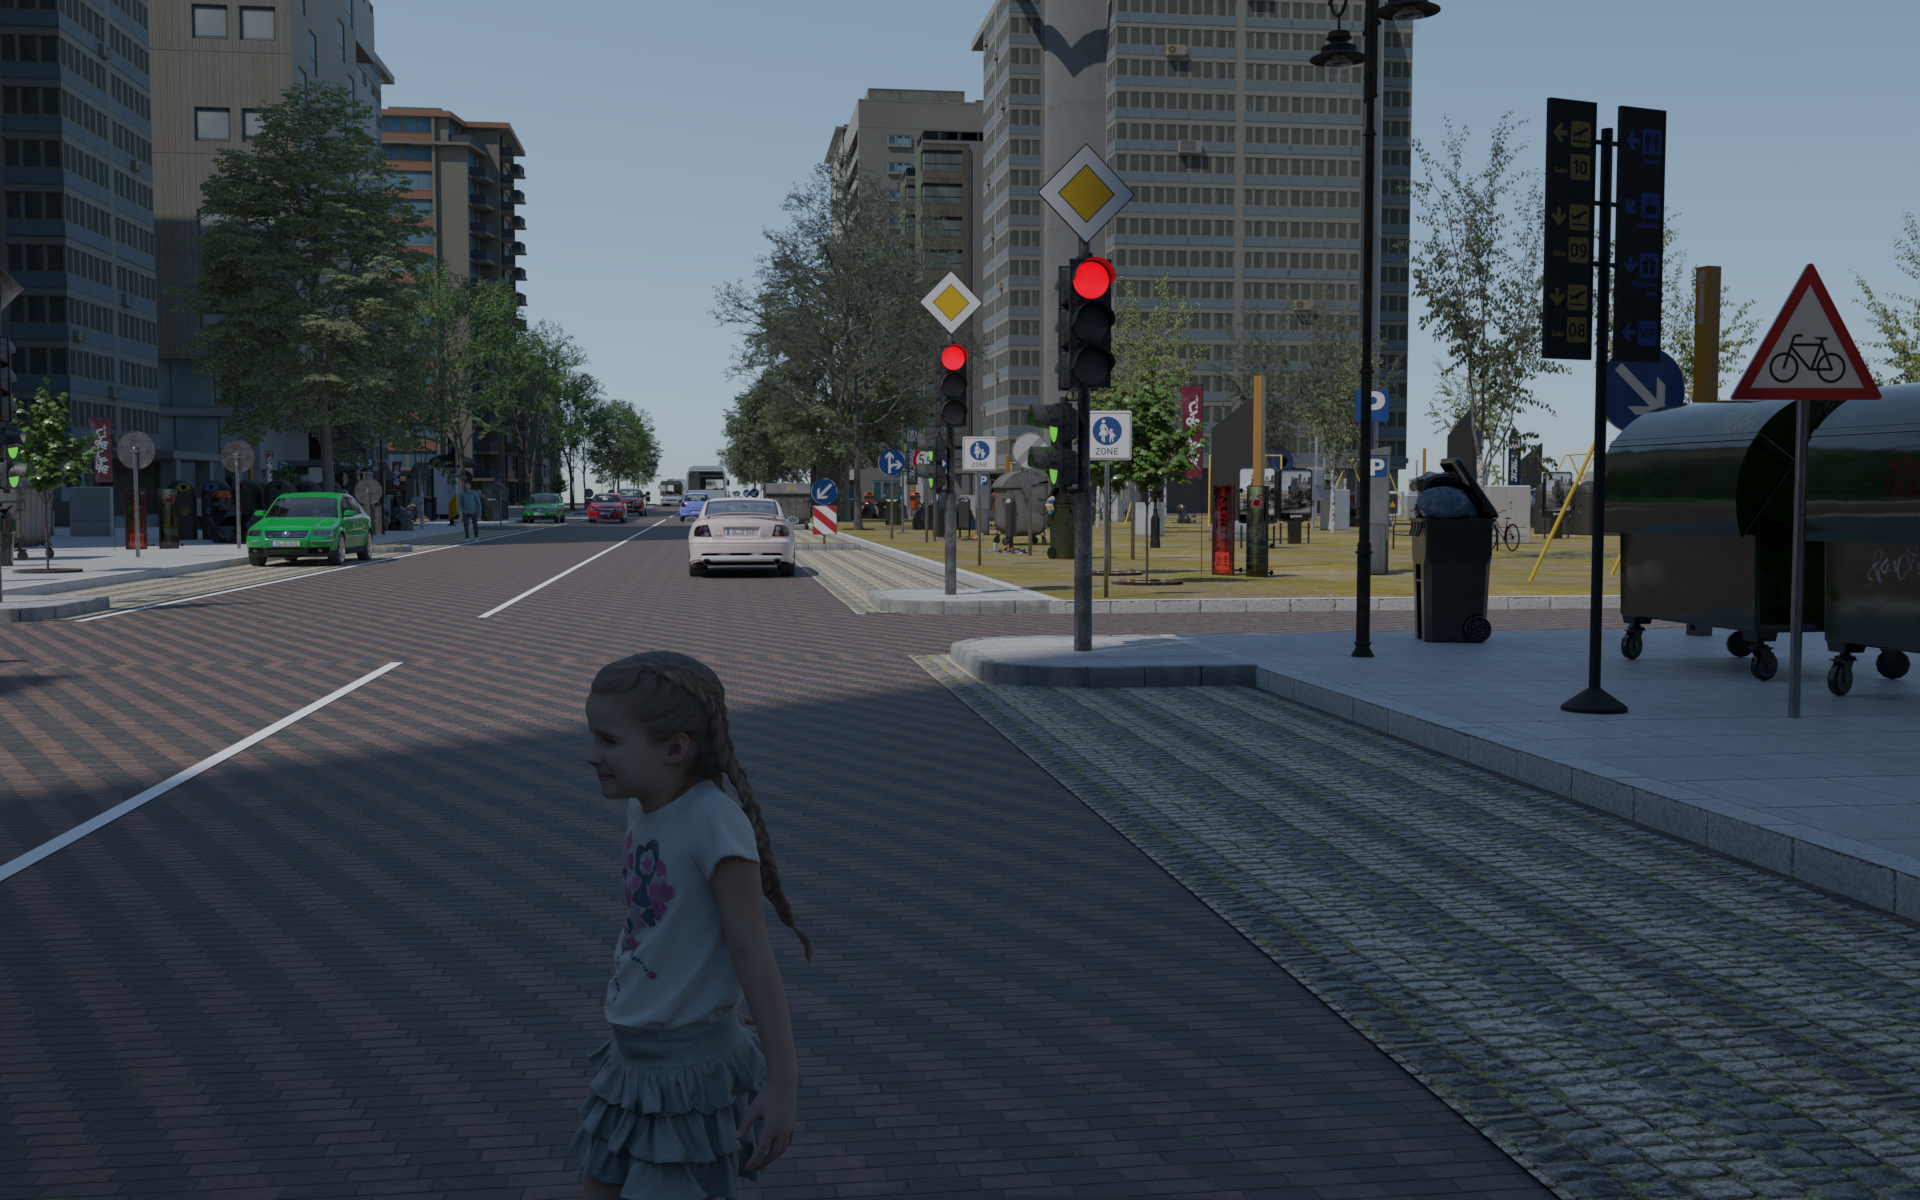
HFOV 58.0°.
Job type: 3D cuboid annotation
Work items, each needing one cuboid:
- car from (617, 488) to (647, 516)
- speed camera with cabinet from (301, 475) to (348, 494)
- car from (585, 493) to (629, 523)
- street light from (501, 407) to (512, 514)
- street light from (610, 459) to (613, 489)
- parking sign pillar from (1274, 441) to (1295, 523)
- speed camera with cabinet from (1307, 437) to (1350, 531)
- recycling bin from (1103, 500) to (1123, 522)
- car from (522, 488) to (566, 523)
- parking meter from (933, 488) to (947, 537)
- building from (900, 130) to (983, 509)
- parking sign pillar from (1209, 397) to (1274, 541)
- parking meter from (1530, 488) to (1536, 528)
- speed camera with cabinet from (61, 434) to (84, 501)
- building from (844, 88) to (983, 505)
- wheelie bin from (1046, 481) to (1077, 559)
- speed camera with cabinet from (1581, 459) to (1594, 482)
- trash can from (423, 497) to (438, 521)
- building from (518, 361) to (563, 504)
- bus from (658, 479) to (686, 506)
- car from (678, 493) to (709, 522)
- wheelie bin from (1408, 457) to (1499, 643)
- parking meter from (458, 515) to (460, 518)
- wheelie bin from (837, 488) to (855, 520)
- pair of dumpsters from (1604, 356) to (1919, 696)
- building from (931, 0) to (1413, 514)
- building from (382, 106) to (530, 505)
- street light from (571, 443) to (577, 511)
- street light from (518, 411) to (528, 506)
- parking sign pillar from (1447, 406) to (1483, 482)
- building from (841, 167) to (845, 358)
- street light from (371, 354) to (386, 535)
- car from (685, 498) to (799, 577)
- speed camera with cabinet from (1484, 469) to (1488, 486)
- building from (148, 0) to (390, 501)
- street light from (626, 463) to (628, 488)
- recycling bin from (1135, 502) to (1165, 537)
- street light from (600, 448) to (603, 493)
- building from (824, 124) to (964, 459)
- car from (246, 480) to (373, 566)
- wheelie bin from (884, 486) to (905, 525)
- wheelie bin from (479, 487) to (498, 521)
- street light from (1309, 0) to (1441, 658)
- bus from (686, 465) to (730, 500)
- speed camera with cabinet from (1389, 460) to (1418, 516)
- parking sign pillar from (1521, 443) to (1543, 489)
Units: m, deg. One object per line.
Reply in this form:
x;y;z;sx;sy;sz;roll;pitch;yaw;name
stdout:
-21.553;-6.378;112.956;2.281;1.827;5.304;0;4;-7;car
-30.366;-5.407;82.742;2.038;3.252;0.660;-3;4;-37;speed camera with cabinet
-17.718;-4.773;87.080;2.155;1.783;4.494;-1;4;-9;car
-23.303;-7.109;89.026;0.468;5.910;1.993;0;4;-8;street light
-36.017;-12.595;178.719;0.468;5.910;1.993;0;4;-8;street light
14.522;-5.495;78.321;1.447;3.967;1.447;-2;4;-29;parking sign pillar
12.847;-4.074;60.950;2.038;3.252;0.660;-3;4;-37;speed camera with cabinet
7.000;-4.065;79.014;0.722;1.027;0.722;2;4;27;recycling bin
-20.486;-4.678;85.288;1.959;1.807;4.718;0;4;-8;car
-0.625;-2.627;51.366;0.372;1.533;0.369;0;3;0;parking meter
3.110;-22.622;141.565;14.160;30.474;14.107;0;4;-8;building
7.580;-3.616;47.587;1.447;3.967;1.447;2;4;30;parking sign pillar
21.793;-3.499;65.624;0.372;1.533;0.369;0;3;0;parking meter
-29.708;-3.800;56.464;2.038;3.252;0.660;-2;4;-31;speed camera with cabinet
-2.191;-35.551;204.963;21.300;48.544;21.600;0;4;-8;building
2.172;-1.611;34.254;0.980;1.594;0.693;-3;4;-38;wheelie bin
26.072;-4.716;71.443;0.660;3.252;2.038;2;4;28;speed camera with cabinet
-25.442;-4.373;83.150;0.748;1.137;0.748;0;3;0;trash can
-67.665;-23.399;227.608;27.650;21.520;28.899;0;4;-8;building
-34.008;-12.904;205.842;2.948;3.499;13.247;0;4;-6;bus
-13.972;-5.027;91.777;1.945;1.707;3.694;0;4;-8;car
4.283;-0.441;15.124;0.693;1.594;0.980;0;4;3;wheelie bin
-27.303;-5.223;93.812;0.372;1.533;0.369;0;3;0;parking meter
-5.614;-4.710;84.910;0.980;1.594;0.693;-2;4;-29;wheelie bin
6.029;-0.549;11.465;1.574;2.255;4.437;-1;4;-8;pair of dumpsters
14.692;-26.385;123.271;32.217;40.220;23.993;0;4;-8;building
-61.666;-33.273;198.630;22.147;44.769;28.867;0;4;-8;building
-29.191;-9.668;130.856;0.468;5.910;1.993;0;4;-8;street light
-24.258;-7.558;96.362;0.468;5.910;1.993;0;4;-8;street light
15.596;-3.980;53.551;1.447;3.967;1.447;-1;4;-18;parking sign pillar
-7.771;-34.997;222.316;14.600;45.320;14.200;0;4;-8;building
-18.283;-5.008;54.673;0.468;5.910;1.993;0;4;-8;street light
-3.970;-1.174;31.556;2.083;1.381;4.827;0;4;-7;car
18.358;-4.026;60.156;2.038;3.252;0.660;-2;4;-33;speed camera with cabinet
-50.970;-31.474;103.844;28.713;52.752;27.495;0;4;-8;building
-40.963;-14.703;213.184;0.468;5.910;1.993;0;4;-8;street light
5.769;-2.447;52.570;0.722;1.027;0.722;2;4;25;recycling bin
-34.042;-11.733;164.620;0.468;5.910;1.993;0;4;-8;street light
-3.871;-40.047;244.007;28.713;52.752;27.495;0;4;-8;building
-13.388;-1.652;35.808;1.959;1.807;4.718;0;4;-8;car
-2.677;-3.852;70.881;0.980;1.594;0.693;2;4;24;wheelie bin
-22.304;-4.523;81.862;0.980;1.594;0.693;-3;5;-41;wheelie bin
3.179;-2.490;13.496;0.468;5.910;1.993;0;4;-8;street light
-17.084;-7.488;117.281;2.948;3.499;13.247;0;4;-8;bus
25.816;-6.508;100.737;2.038;3.252;0.660;2;4;32;speed camera with cabinet
29.940;-6.274;91.050;1.447;3.967;1.447;-1;4;-23;parking sign pillar
